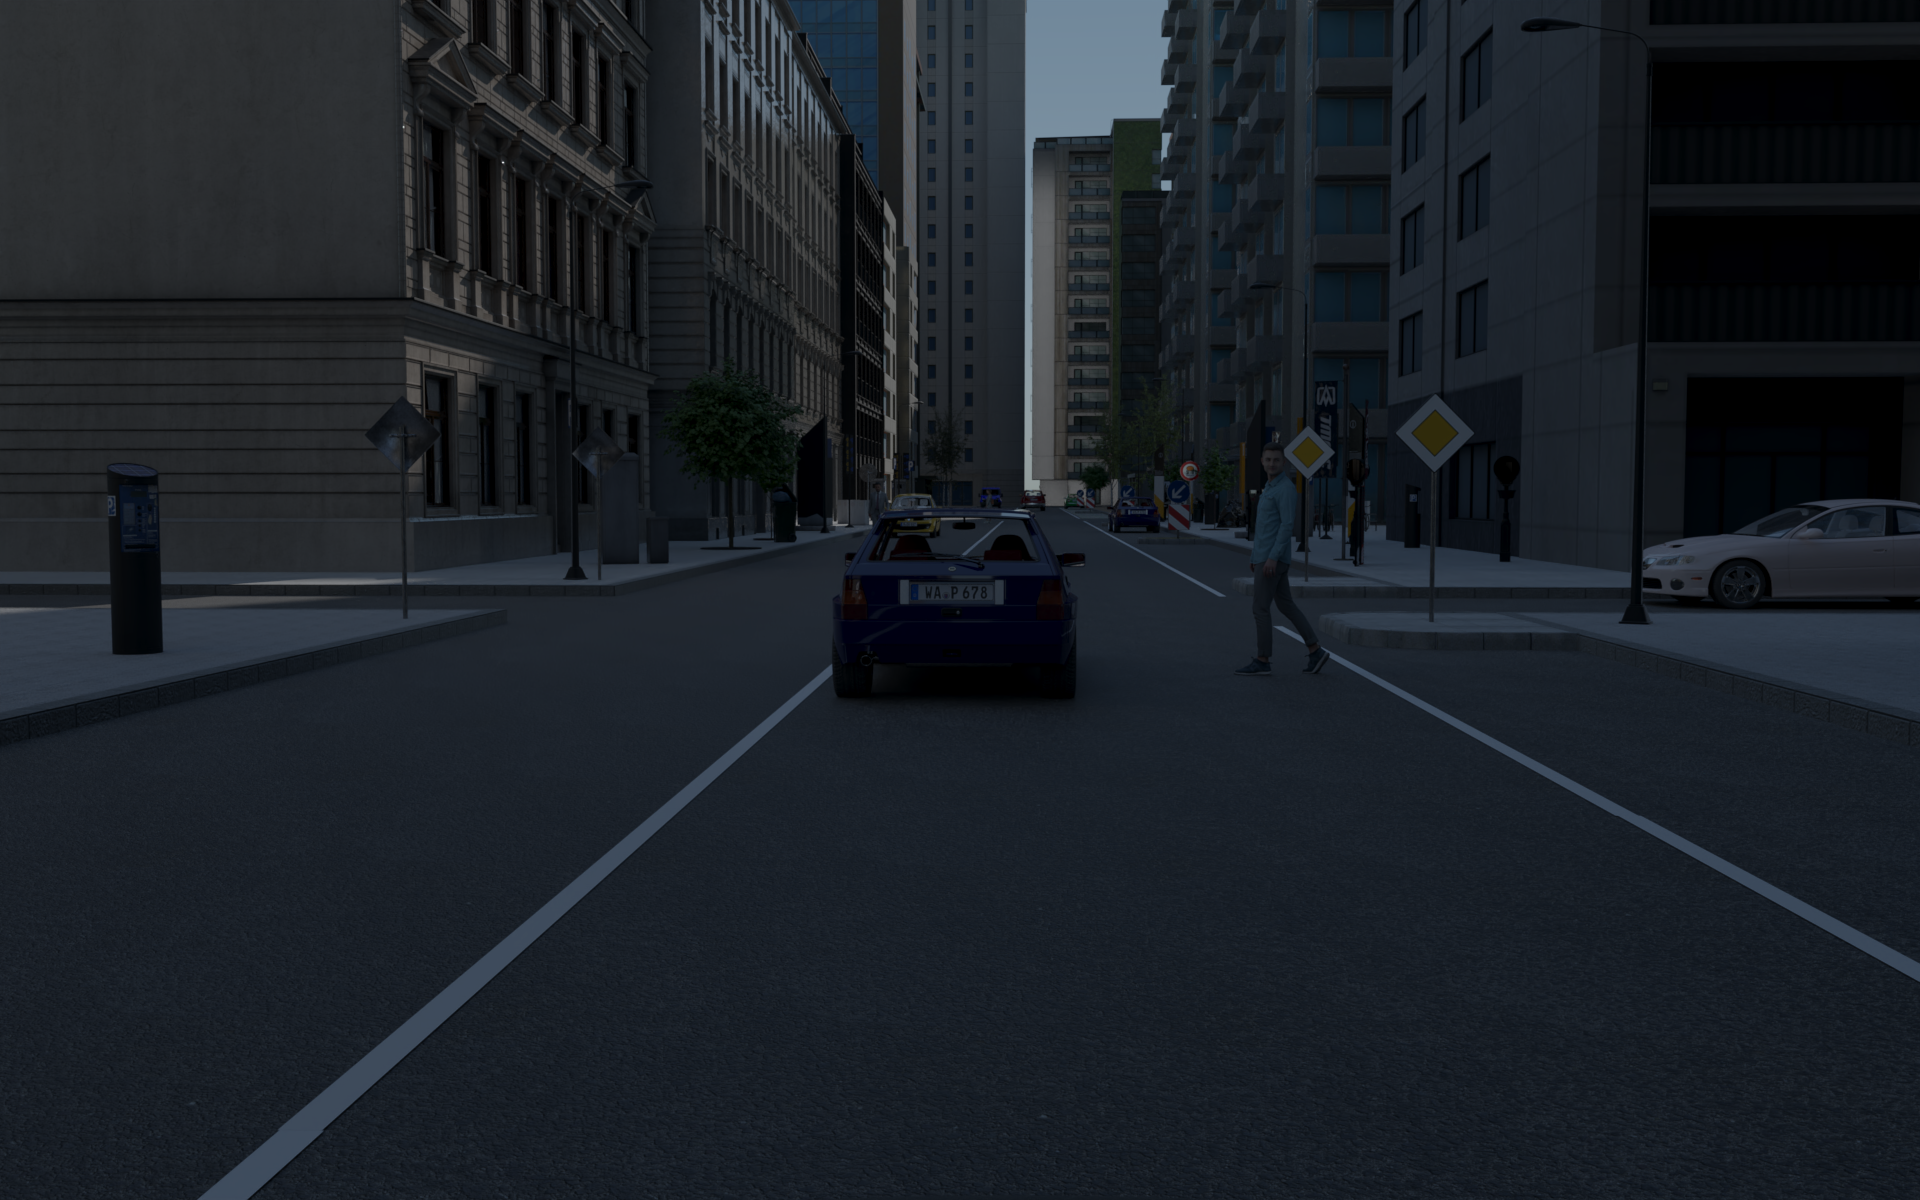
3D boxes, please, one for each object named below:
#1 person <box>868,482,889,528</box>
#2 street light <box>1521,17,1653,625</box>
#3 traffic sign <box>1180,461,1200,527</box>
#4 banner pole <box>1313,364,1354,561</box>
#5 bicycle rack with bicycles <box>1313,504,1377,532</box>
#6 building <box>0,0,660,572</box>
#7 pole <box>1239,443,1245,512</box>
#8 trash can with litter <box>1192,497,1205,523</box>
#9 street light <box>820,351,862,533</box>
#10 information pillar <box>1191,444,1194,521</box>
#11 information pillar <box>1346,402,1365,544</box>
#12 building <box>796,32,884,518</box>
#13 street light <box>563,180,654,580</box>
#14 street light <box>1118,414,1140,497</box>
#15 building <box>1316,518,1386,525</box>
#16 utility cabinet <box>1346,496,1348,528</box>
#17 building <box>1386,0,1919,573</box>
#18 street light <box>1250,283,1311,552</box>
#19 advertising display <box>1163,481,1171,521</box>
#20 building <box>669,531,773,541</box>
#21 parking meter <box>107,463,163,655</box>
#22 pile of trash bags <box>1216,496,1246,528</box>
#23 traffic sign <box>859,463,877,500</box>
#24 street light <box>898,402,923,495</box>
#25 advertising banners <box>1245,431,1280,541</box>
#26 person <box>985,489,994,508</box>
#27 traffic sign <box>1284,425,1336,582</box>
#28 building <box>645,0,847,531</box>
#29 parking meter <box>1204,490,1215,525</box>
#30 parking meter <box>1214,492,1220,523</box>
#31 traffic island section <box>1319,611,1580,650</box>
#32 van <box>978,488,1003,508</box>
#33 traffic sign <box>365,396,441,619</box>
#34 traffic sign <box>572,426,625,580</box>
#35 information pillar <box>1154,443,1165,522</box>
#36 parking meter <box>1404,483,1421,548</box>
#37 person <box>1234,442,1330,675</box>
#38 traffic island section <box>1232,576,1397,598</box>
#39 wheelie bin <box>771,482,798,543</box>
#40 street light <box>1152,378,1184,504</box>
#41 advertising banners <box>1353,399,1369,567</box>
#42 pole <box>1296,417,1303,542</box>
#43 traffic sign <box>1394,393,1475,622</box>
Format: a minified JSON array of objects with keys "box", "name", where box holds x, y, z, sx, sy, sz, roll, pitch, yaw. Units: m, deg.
[{"box":[-2.403,-2.595,51.196,0.678,1.792,0.850,0,4,6],"name":"person"},{"box":[6.163,-2.721,17.026,1.470,5.913,1.316,0,4,2],"name":"street light"},{"box":[8.851,-4.072,66.676,0.768,2.556,0.104,0,4,5],"name":"traffic sign"},{"box":[7.235,-2.664,33.568,0.863,3.779,0.401,2,4,32],"name":"banner pole"},{"box":[13.119,-2.833,59.696,2.852,0.926,2.925,2,4,26],"name":"bicycle rack with bicycles"},{"box":[-13.250,-10.544,37.025,10.561,19.102,19.286,0,4,2],"name":"building"},{"box":[11.173,-4.572,68.593,0.158,3.312,0.155,0,3,0],"name":"pole"},{"box":[10.873,-4.024,77.183,1.055,1.170,0.624,1,4,11],"name":"trash can with litter"},{"box":[-3.877,-5.133,56.459,1.470,5.913,1.316,0,4,2],"name":"street light"},{"box":[10.959,-5.521,81.616,0.183,3.616,0.504,1,4,16],"name":"information pillar"},{"box":[10.086,-3.227,44.123,0.183,3.616,0.504,-2,4,-32],"name":"information pillar"},{"box":[-10.861,-16.030,91.771,12.332,23.373,15.834,0,4,2],"name":"building"},{"box":[-5.232,-3.258,25.802,1.470,5.913,1.316,0,4,2],"name":"street light"},{"box":[9.798,-7.804,100.134,1.470,5.913,1.316,0,4,2],"name":"street light"},{"box":[24.316,-28.282,82.016,23.786,49.044,30.456,0,4,2],"name":"building"},{"box":[15.038,-3.393,66.631,0.306,1.237,1.020,2,4,25],"name":"utility cabinet"},{"box":[21.647,-36.541,35.697,20.611,71.187,20.563,0,4,2],"name":"building"},{"box":[7.081,-4.022,38.306,1.470,5.913,1.316,0,4,2],"name":"street light"},{"box":[9.736,-4.761,83.060,0.974,1.923,0.123,-3,5,-40],"name":"advertising display"},{"box":[-11.163,-12.634,55.712,9.793,20.994,18.267,0,4,2],"name":"building"},{"box":[-6.638,-0.338,13.937,0.372,1.533,0.369,0,3,0],"name":"parking meter"},{"box":[11.242,-3.484,66.720,1.912,1.369,3.447,2,4,30],"name":"pile of trash bags"},{"box":[-3.830,-4.401,72.069,0.768,2.556,0.104,0,4,7],"name":"traffic sign"},{"box":[-2.541,-7.008,87.118,1.470,5.913,1.316,0,4,2],"name":"street light"},{"box":[8.405,-3.163,47.908,0.090,3.025,2.074,2,4,35],"name":"advertising banners"},{"box":[1.433,-4.655,85.608,0.522,1.701,0.512,0,4,6],"name":"person"},{"box":[5.066,-1.324,25.285,0.795,2.450,0.064,0,4,2],"name":"traffic sign"},{"box":[-10.656,-13.752,74.003,9.793,20.994,18.267,0,4,2],"name":"building"},{"box":[10.463,-4.095,72.667,0.399,1.863,0.255,-3,4,-37],"name":"parking meter"},{"box":[11.259,-4.160,76.424,0.372,1.533,0.369,0,3,0],"name":"parking meter"},{"box":[4.749,0.300,17.384,2.009,0.180,2.903,0,4,2],"name":"traffic island section"},{"box":[2.854,-9.465,159.131,2.240,2.365,5.245,0,4,2],"name":"van"},{"box":[-5.709,-0.864,17.772,0.795,2.450,0.064,0,4,2],"name":"traffic sign"},{"box":[-5.368,-1.352,25.750,0.795,2.450,0.064,0,4,2],"name":"traffic sign"},{"box":[9.174,-5.399,79.623,0.504,3.616,0.183,3,4,37],"name":"information pillar"},{"box":[10.778,-2.008,41.236,0.372,1.533,0.369,0,3,0],"name":"parking meter"},{"box":[2.550,-0.325,13.674,0.748,1.841,0.638,1,4,11],"name":"person"},{"box":[5.090,-0.188,25.362,2.009,0.180,2.903,0,4,2],"name":"traffic island section"},{"box":[-4.676,-2.331,46.020,0.693,1.594,0.980,-1,4,-14],"name":"wheelie bin"},{"box":[8.394,-5.929,69.479,1.470,5.913,1.316,0,4,2],"name":"street light"},{"box":[7.296,-2.155,31.429,0.090,3.025,2.074,1,4,19],"name":"advertising banners"},{"box":[9.067,-3.198,46.132,0.158,3.312,0.155,0,3,0],"name":"pole"},{"box":[4.725,-0.836,17.308,0.795,2.450,0.064,0,4,2],"name":"traffic sign"}]
